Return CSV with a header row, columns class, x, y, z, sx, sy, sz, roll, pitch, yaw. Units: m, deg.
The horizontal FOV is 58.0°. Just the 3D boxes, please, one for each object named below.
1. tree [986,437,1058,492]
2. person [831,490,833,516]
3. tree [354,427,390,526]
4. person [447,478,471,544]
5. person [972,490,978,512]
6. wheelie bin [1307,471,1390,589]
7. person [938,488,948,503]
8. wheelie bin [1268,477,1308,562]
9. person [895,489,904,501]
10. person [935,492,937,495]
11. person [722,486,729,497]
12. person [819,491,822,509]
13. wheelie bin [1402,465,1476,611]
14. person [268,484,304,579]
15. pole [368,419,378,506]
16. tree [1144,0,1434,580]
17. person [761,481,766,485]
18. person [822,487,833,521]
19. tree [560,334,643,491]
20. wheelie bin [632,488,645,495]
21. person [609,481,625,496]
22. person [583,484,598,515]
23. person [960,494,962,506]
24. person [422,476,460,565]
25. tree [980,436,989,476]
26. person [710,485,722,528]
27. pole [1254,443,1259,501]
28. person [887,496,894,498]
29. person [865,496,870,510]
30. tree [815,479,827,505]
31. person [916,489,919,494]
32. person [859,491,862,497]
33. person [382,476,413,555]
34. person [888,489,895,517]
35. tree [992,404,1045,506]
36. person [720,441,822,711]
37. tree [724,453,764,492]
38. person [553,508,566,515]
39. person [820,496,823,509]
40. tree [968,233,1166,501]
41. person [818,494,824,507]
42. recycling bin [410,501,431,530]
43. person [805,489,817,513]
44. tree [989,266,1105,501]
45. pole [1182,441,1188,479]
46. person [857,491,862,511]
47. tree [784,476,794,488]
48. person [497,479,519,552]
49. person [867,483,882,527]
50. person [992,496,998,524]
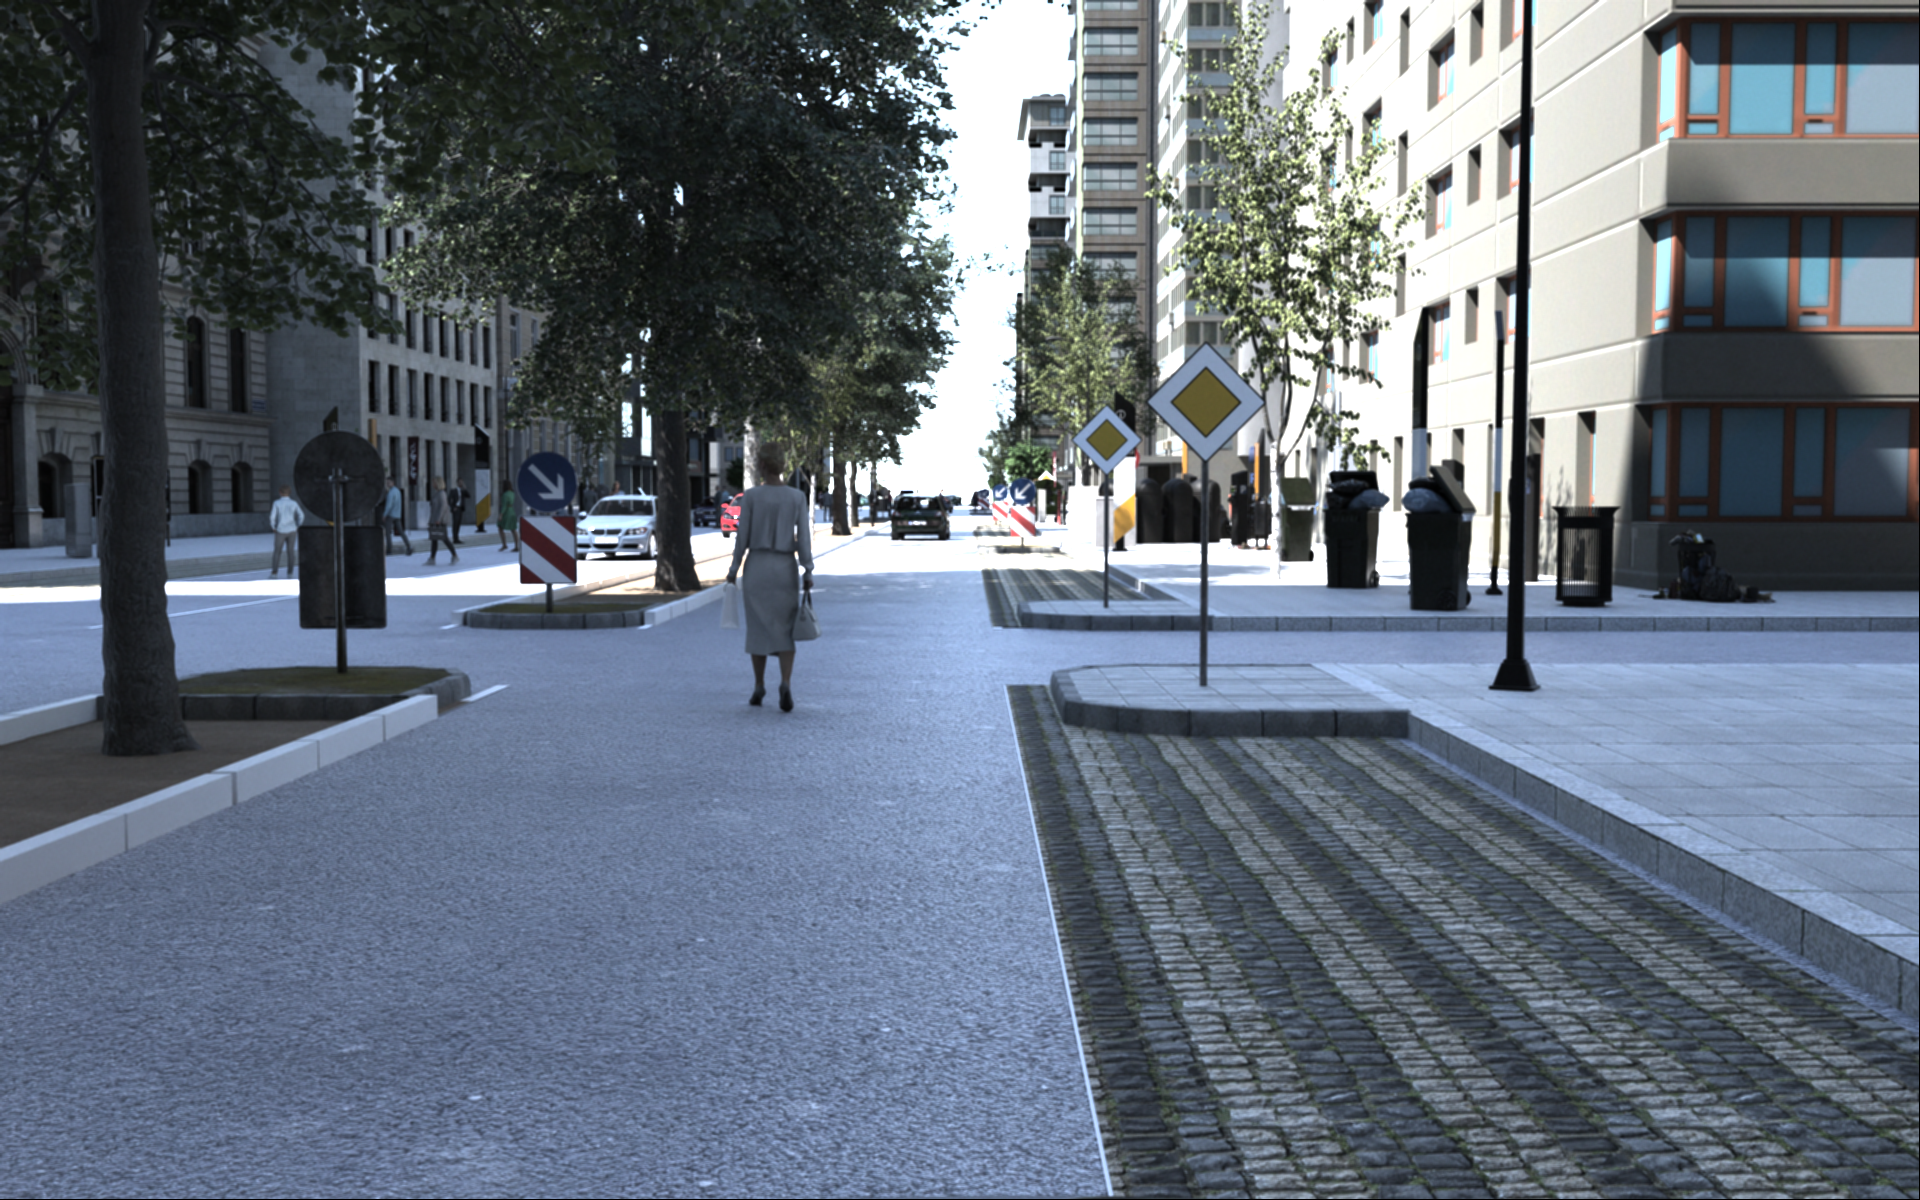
class,x,y,z,sx,sy,sz,roll,pitch,yaw
tree,3.974,-7.007,98.284,4.285,4.588,4.351,0,3,0
person,-8.163,-6.195,110.619,1.217,1.723,0.721,3,5,42
tree,-17.363,-3.400,50.188,1.663,3.219,1.824,0,3,0
person,-14.399,-2.568,49.841,0.474,1.900,0.648,1,4,20
person,1.137,-7.312,128.970,0.541,1.710,0.530,-1,4,-21
wheelie bin,5.383,-0.965,23.679,0.980,1.594,0.693,2,4,31
person,-0.965,-5.515,99.122,0.568,1.767,0.683,0,4,1
wheelie bin,6.259,-1.518,32.735,0.980,1.594,0.693,-1,4,-18
person,-3.772,-6.351,113.124,1.217,1.735,0.721,-3,5,-40
person,-3.471,-14.888,252.652,0.721,1.736,1.217,0,4,4
person,-12.556,-5.162,92.761,0.748,1.841,0.638,3,5,44
person,-13.451,-9.760,168.527,0.568,1.767,0.683,0,4,2
wheelie bin,5.304,-0.693,19.237,0.693,1.594,0.980,2,4,30
person,-11.455,-1.169,29.420,0.589,1.601,0.330,-2,4,-30
pole,-15.960,-3.259,47.131,0.158,3.312,0.155,0,3,0
tree,4.712,-4.590,25.412,4.737,8.622,4.395,0,3,0
person,-6.168,-2.837,54.791,0.656,1.842,0.836,-1,4,-10
person,-6.958,-5.025,90.928,0.678,1.792,0.850,1,4,11
tree,-16.125,-7.670,75.772,4.737,8.622,4.395,0,3,0
wheelie bin,-16.237,-4.874,87.597,0.693,1.594,0.980,0,4,1
person,-10.193,-2.611,51.292,0.616,1.811,0.778,-1,4,-15
person,-14.259,-3.582,67.166,0.694,1.812,0.767,1,4,9
person,0.145,-12.443,215.195,0.557,1.426,1.065,0,4,3
person,-10.443,-1.601,34.852,0.728,1.800,0.709,-2,4,-26
tree,4.210,-13.059,163.871,4.737,8.622,4.395,0,3,0
person,-10.159,-3.888,72.252,0.590,1.801,0.661,-1,4,-16
pole,11.884,-4.621,69.396,0.158,3.312,0.155,0,3,0
person,-9.120,-13.039,221.326,1.348,1.869,0.705,-1,4,-12
person,-7.551,-8.495,148.076,1.217,1.739,0.721,1,4,17
tree,-16.211,-12.873,205.080,1.663,3.219,1.824,0,3,0
person,-2.333,-5.362,96.988,1.217,1.723,0.721,1,4,15
person,-10.947,-11.207,191.815,1.350,1.814,0.705,1,4,13
person,-13.165,-1.956,40.344,0.748,1.841,0.638,1,4,20
person,-4.299,-6.072,108.489,0.721,1.743,1.217,-1,4,-17
tree,4.288,-11.087,131.632,4.360,8.622,3.978,0,3,0
person,-1.280,-0.163,11.516,0.694,1.780,0.624,0,4,2
tree,-16.766,-9.260,135.118,4.285,4.588,4.351,0,3,0
person,-11.201,-2.453,48.632,0.654,1.822,0.581,1,4,23
person,-13.211,-9.500,167.019,0.628,1.438,0.799,0,4,4
tree,4.272,-7.829,62.420,7.601,10.594,8.767,0,4,6
person,-12.259,-8.771,155.168,1.065,1.426,0.557,-1,4,-23
recycling bin,-19.136,-3.008,61.734,0.722,1.027,0.722,-3,4,-38
person,-11.706,-7.703,134.472,1.348,1.821,0.705,2,4,27
tree,3.893,-6.426,55.434,4.737,8.622,4.395,0,3,0
pole,7.962,-4.127,61.313,0.158,3.312,0.155,0,3,0
person,-8.785,-8.583,149.758,0.530,1.710,0.541,-1,4,-17
tree,-16.228,-10.030,158.593,1.663,3.219,1.824,0,3,0
person,-11.233,-2.098,43.051,0.529,1.795,0.600,0,4,5
person,-3.690,-4.120,75.223,0.474,1.900,0.648,2,4,28
person,1.708,-4.431,81.190,0.600,1.795,0.529,2,4,27
